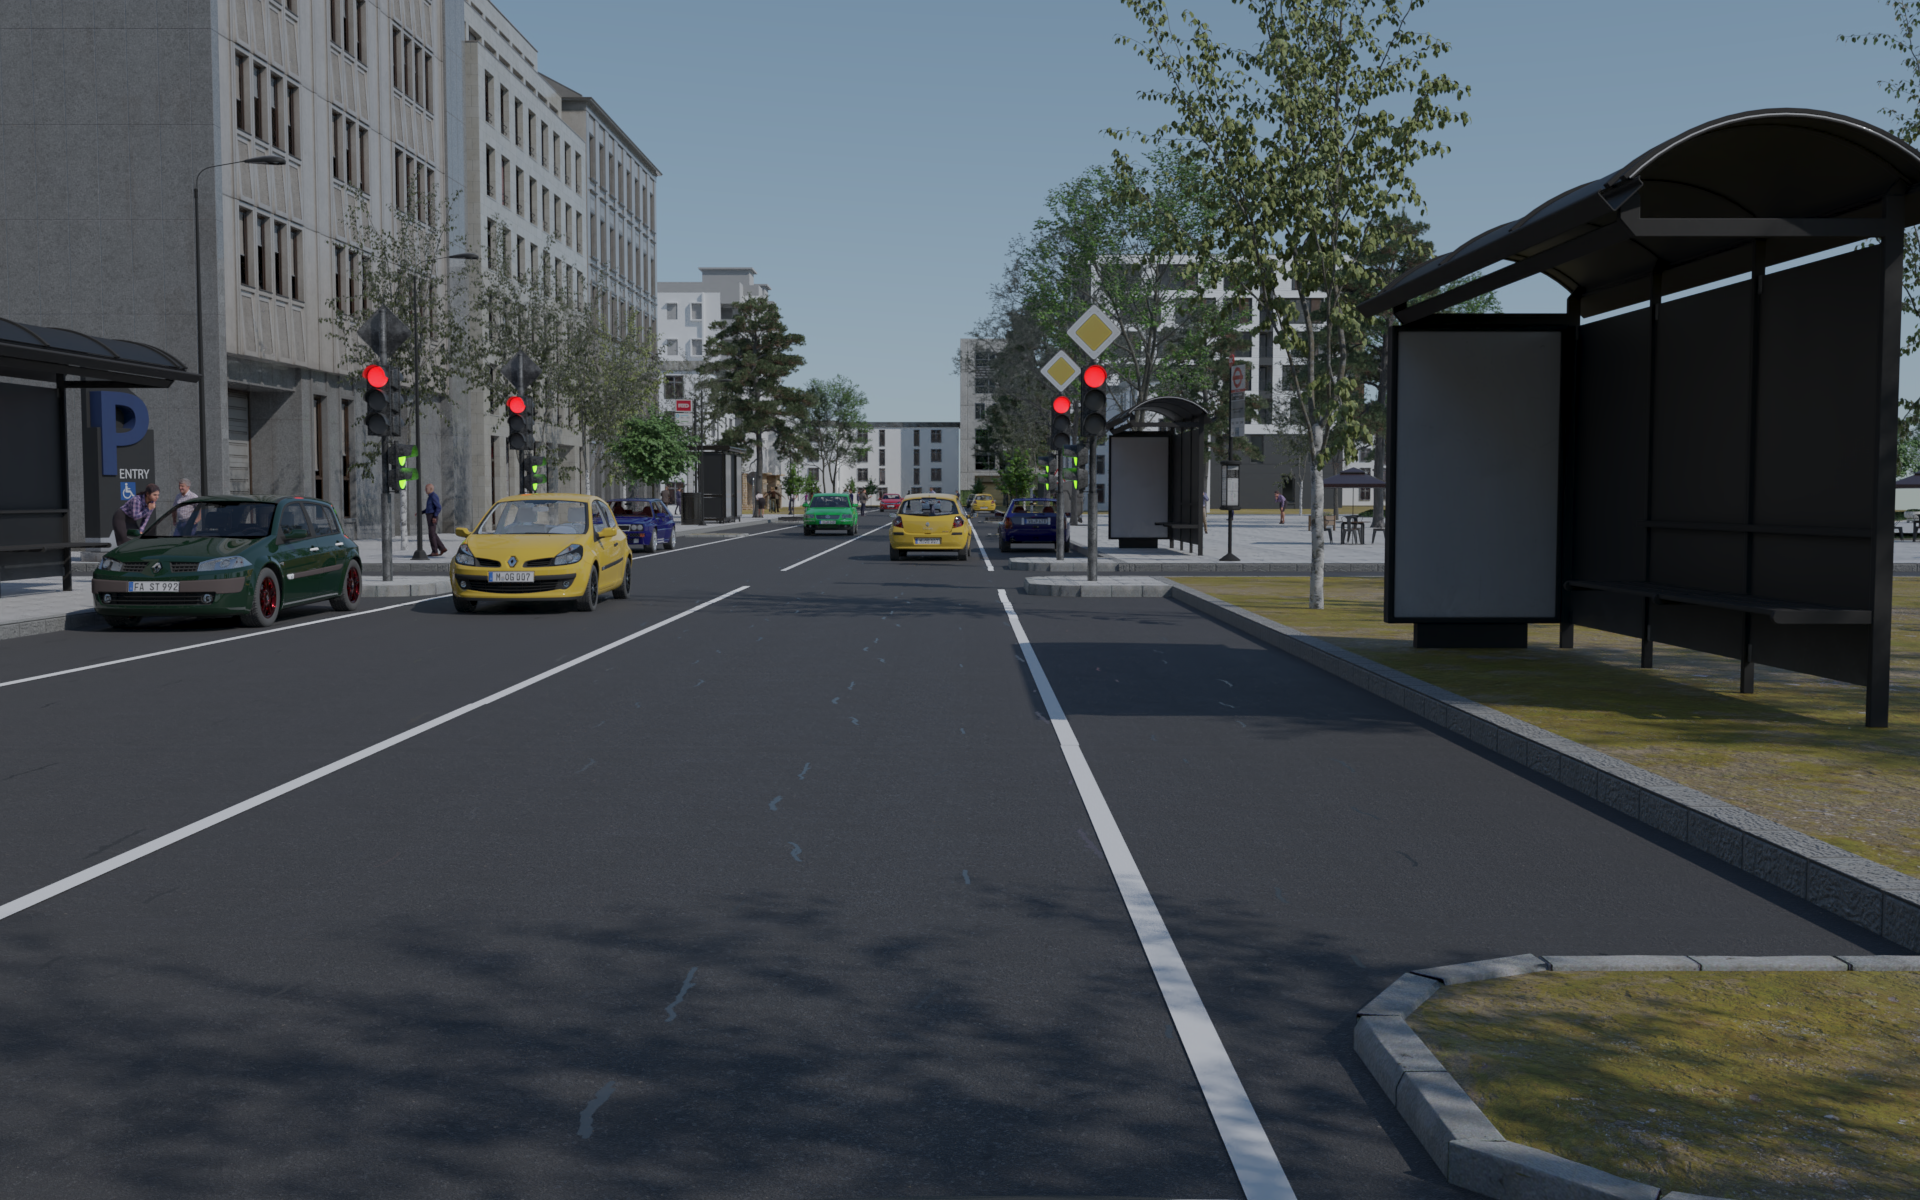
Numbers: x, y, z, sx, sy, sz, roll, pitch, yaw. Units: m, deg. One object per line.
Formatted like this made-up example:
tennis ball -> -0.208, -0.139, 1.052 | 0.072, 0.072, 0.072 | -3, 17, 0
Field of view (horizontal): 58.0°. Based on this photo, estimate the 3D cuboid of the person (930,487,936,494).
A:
person -> -1.736, -5.626, 100.354 | 0.599, 1.838, 0.709 | -3, 4, -36

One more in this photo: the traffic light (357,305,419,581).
traffic light -> -8.425, -2.213, 25.430 | 0.839, 4.213, 0.868 | 0, 3, 0

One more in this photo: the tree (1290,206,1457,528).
tree -> 15.962, -8.786, 65.714 | 6.751, 12.117, 7.091 | 0, 3, 0

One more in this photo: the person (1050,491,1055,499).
person -> 9.938, -10.698, 181.658 | 1.217, 1.736, 0.721 | 3, 5, 44

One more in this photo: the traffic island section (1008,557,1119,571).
traffic island section -> 1.963, -0.690, 33.561 | 2.009, 0.180, 2.903 | 0, 3, 0

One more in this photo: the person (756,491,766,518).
person -> -10.743, -5.136, 93.198 | 0.799, 1.438, 0.628 | 2, 4, 33

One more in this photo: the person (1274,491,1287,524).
person -> 13.670, -3.951, 73.873 | 0.697, 1.427, 0.421 | -3, 4, -39

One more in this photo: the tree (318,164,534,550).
tree -> -12.656, -5.453, 39.516 | 4.360, 8.622, 3.978 | 0, 3, 0

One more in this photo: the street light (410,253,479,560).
street light -> -9.961, -3.728, 33.500 | 1.470, 5.913, 1.316 | 0, 3, 0

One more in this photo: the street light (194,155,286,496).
street light -> -9.941, -3.142, 23.912 | 1.470, 5.913, 1.316 | 0, 3, 0

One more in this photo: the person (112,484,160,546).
person -> -11.820, -0.956, 24.914 | 0.697, 1.427, 0.421 | 1, 4, 10

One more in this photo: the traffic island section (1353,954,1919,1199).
traffic island section -> 2.008, 1.149, 4.085 | 1.991, 0.108, 1.994 | 0, 3, 0

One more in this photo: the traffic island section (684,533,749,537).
traffic island section -> -8.189, -2.184, 58.568 | 1.991, 0.108, 1.994 | 0, 3, 0

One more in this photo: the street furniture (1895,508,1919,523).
street furniture -> 43.420, -3.973, 80.590 | 10.072, 0.657, 5.734 | -3, 5, -44

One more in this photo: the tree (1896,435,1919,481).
tree -> 34.500, -5.006, 65.555 | 4.285, 4.588, 4.351 | 0, 3, 0

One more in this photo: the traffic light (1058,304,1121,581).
traffic light -> 1.936, -2.215, 25.463 | 0.839, 4.213, 0.868 | 0, 3, 0

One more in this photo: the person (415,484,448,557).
person -> -10.922, -1.647, 35.666 | 0.600, 1.496, 0.574 | 0, 4, -3

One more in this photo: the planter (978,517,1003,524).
planter -> 1.872, -3.916, 85.163 | 1.991, 0.319, 1.994 | 0, 3, 0

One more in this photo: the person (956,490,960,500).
person -> -0.279, -8.840, 153.480 | 0.568, 1.767, 0.683 | -1, 4, -22

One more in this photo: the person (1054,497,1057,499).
person -> 6.659, -6.427, 111.850 | 1.217, 1.736, 0.721 | 1, 4, 20

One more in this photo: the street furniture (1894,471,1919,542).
street furniture -> 29.876, -2.614, 47.765 | 27.439, 1.986, 14.083 | 2, 4, 35

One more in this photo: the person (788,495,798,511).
person -> -12.486, -7.448, 128.762 | 0.756, 1.711, 0.436 | 1, 4, 17

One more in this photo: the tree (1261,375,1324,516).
tree -> 19.973, -9.258, 101.732 | 4.360, 8.622, 3.978 | 0, 3, 0

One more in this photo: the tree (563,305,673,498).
tree -> -13.238, -7.123, 66.826 | 4.737, 8.622, 4.395 | 0, 3, 0

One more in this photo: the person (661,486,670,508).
person -> -17.693, -5.940, 103.852 | 0.565, 1.739, 0.600 | -2, 4, -32

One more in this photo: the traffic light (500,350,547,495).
traffic light -> -8.439, -2.702, 33.415 | 0.839, 4.213, 0.868 | 0, 3, 0

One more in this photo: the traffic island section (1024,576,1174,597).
traffic island section -> 1.976, -0.202, 25.576 | 2.009, 0.180, 2.903 | 0, 3, 0

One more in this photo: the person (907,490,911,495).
person -> -5.228, -10.392, 178.427 | 0.705, 1.821, 1.348 | -3, 4, -36

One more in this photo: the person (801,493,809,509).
person -> -13.656, -8.800, 153.139 | 0.599, 1.433, 0.991 | 3, 5, 40

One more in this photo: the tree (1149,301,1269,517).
tree -> 13.715, -10.686, 96.774 | 6.751, 12.117, 7.091 | 0, 3, 0

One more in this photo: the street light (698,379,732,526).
street light -> -9.899, -5.966, 70.078 | 1.470, 5.913, 1.316 | 0, 3, 0

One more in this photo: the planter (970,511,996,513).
planter -> 1.783, -6.987, 135.375 | 1.991, 0.319, 1.994 | 0, 3, 0

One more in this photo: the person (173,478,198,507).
person -> -13.931, -1.325, 31.096 | 0.756, 1.711, 0.436 | 2, 4, 29

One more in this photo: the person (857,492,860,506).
person -> -11.170, -11.048, 190.045 | 0.530, 1.710, 0.541 | 2, 4, 28

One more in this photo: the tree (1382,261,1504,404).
tree -> 20.223, -9.110, 74.705 | 9.928, 11.665, 9.643 | 0, 3, 0

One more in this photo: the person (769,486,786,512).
person -> -12.788, -7.019, 120.811 | 1.348, 1.823, 0.705 | 2, 4, 25

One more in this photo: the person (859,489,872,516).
person -> -6.089, -6.297, 111.990 | 0.750, 1.759, 0.617 | -1, 4, -21

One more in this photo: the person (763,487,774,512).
person -> -13.483, -7.212, 123.977 | 1.348, 1.822, 0.705 | -1, 4, -10

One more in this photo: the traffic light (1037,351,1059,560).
traffic light -> 1.922, -2.704, 33.448 | 0.839, 4.213, 0.868 | 0, 3, 0

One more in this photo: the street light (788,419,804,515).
street light -> -9.900, -8.203, 106.664 | 1.470, 5.913, 1.316 | 0, 3, 0

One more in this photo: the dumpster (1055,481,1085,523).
dumpster -> 4.893, -4.359, 77.022 | 1.264, 1.857, 1.865 | 0, 3, 0

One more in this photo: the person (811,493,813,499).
person -> -12.561, -8.397, 146.593 | 0.557, 1.426, 1.065 | 0, 4, -3

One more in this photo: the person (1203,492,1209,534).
person -> 7.808, -2.935, 56.094 | 0.516, 1.574, 0.319 | 1, 4, 16

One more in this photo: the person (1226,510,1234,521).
person -> 13.076, -4.715, 83.961 | 0.431, 1.722, 0.655 | -1, 4, -23

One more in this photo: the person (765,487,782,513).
person -> -12.741, -6.826, 118.171 | 1.217, 1.766, 0.721 | -1, 4, -14

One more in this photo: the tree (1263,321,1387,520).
tree -> 18.609, -9.204, 84.903 | 8.767, 10.594, 7.601 | 2, 4, 26

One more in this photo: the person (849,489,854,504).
person -> -6.852, -6.042, 107.991 | 0.504, 1.737, 0.576 | -2, 4, -25

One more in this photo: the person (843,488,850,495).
person -> -10.850, -9.671, 164.248 | 1.350, 1.814, 0.705 | -1, 4, -9

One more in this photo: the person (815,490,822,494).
person -> -13.088, -9.464, 160.802 | 1.348, 1.821, 0.705 | -1, 4, -10

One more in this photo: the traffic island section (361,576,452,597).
traffic island section -> -8.466, -0.201, 25.563 | 2.009, 0.180, 2.903 | 0, 3, 0

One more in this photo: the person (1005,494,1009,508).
person -> 4.404, -9.633, 164.256 | 0.721, 1.735, 1.217 | 1, 4, 10

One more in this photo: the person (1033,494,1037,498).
person -> 7.209, -9.844, 170.217 | 0.697, 1.427, 0.421 | 3, 5, 44

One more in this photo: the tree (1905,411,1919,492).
tree -> 59.681, -8.262, 97.990 | 11.467, 7.101, 20.602 | 0, 4, -7

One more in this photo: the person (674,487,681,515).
person -> -17.433, -6.145, 107.436 | 0.530, 1.710, 0.541 | -1, 4, -23
